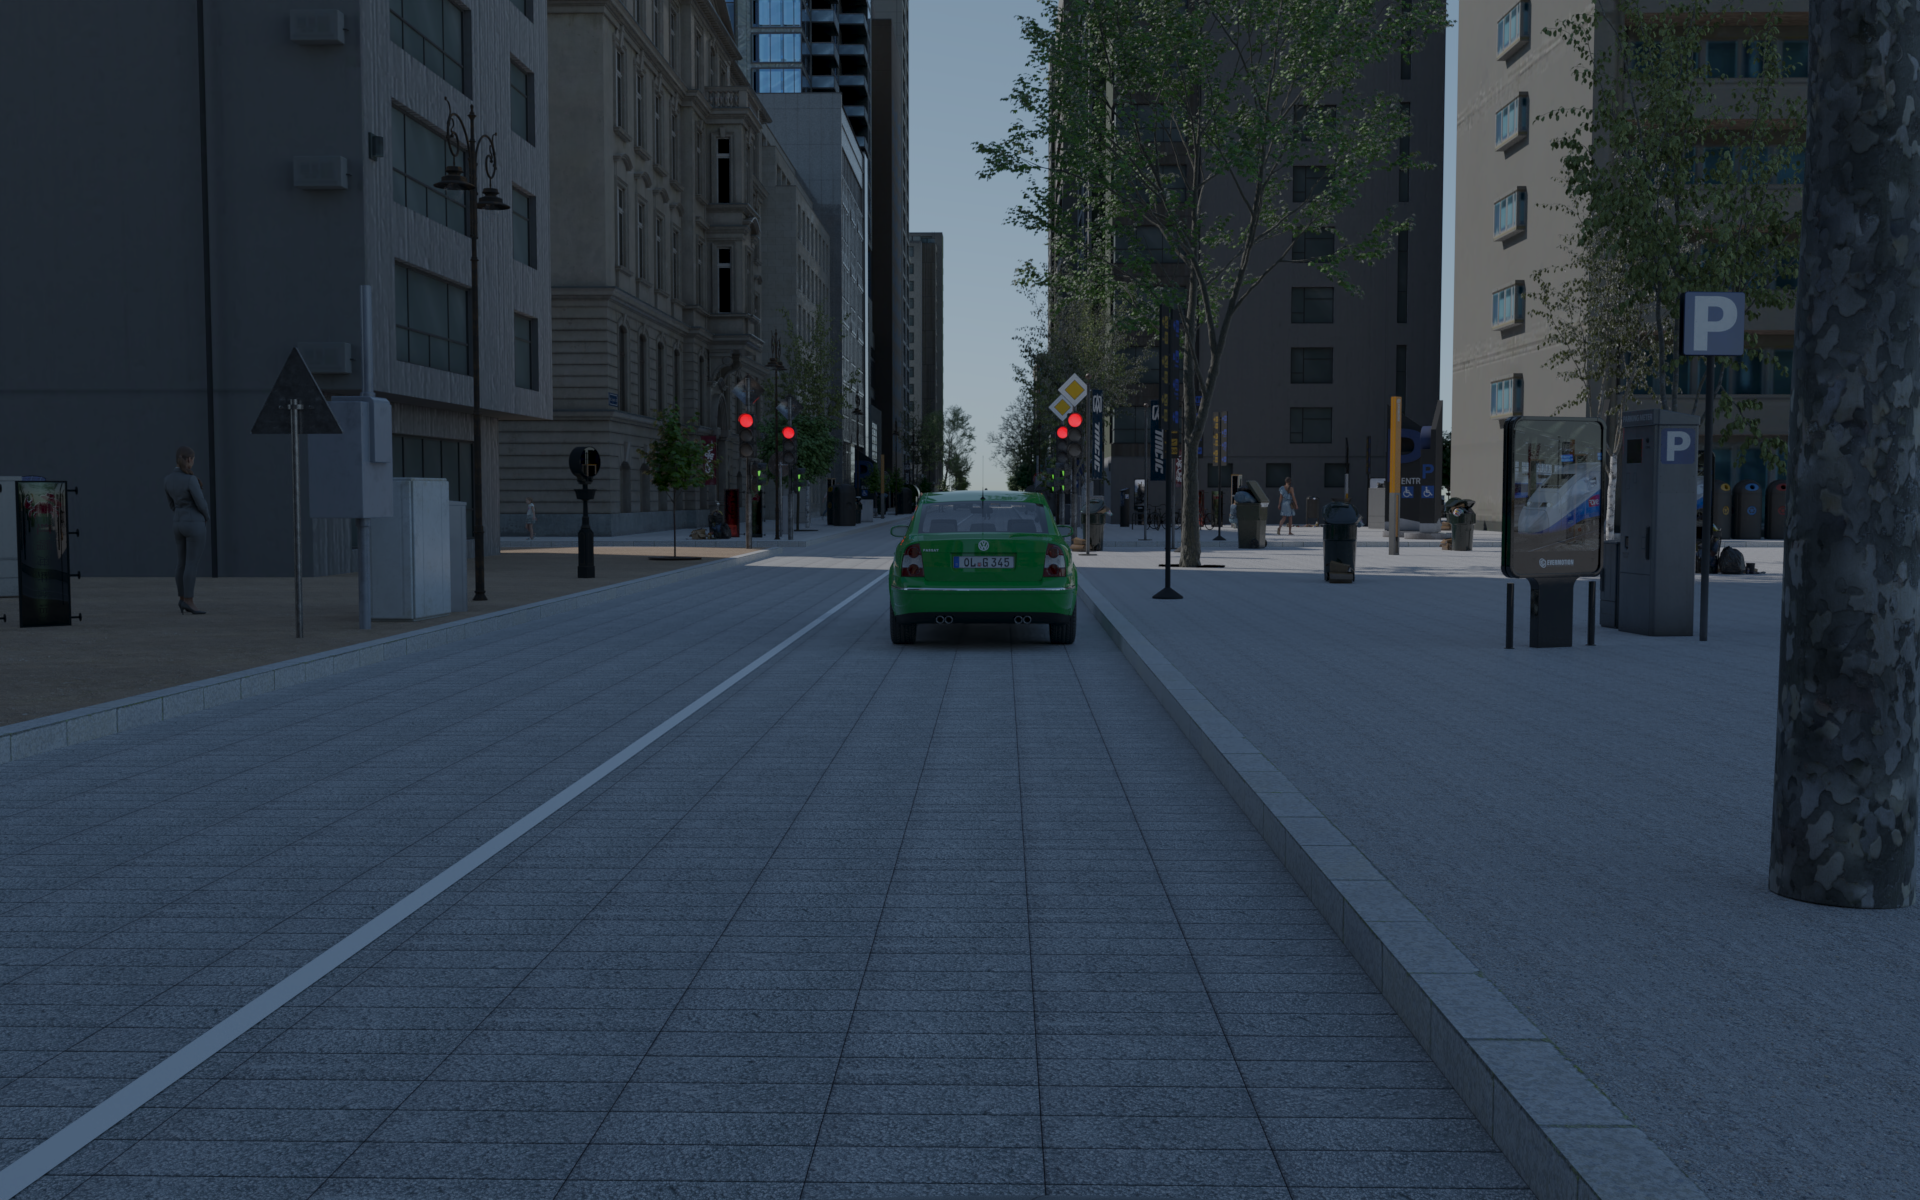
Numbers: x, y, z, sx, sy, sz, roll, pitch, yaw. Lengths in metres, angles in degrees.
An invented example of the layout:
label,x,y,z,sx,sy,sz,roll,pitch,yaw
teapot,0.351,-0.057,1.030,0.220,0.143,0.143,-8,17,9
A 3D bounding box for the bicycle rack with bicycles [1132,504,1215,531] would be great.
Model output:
label,x,y,z,sx,sy,sz,roll,pitch,yaw
bicycle rack with bicycles,7.430,-2.980,62.108,2.852,0.926,2.925,-2,4,-24

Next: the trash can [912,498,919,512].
label,x,y,z,sx,sy,sz,roll,pitch,yaw
trash can,-3.226,-6.767,122.298,0.748,1.137,0.748,0,3,0

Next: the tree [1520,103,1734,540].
label,x,y,z,sx,sy,sz,roll,pitch,yaw
tree,12.821,-5.095,33.671,4.360,8.622,3.978,0,3,0

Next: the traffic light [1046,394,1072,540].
label,x,y,z,sx,sy,sz,roll,pitch,yaw
traffic light,2.830,-3.628,48.240,0.839,4.253,0.868,0,4,1

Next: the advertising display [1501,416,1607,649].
label,x,y,z,sx,sy,sz,roll,pitch,yaw
advertising display,4.955,-0.566,14.465,0.974,1.923,0.123,-1,4,-21

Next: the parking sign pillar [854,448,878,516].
label,x,y,z,sx,sy,sz,roll,pitch,yaw
parking sign pillar,-5.488,-6.854,100.531,1.447,3.967,1.447,1,4,12

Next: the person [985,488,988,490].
label,x,y,z,sx,sy,sz,roll,pitch,yaw
person,1.475,-5.440,97.861,0.576,1.772,0.534,1,4,15

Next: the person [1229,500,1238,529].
label,x,y,z,sx,sy,sz,roll,pitch,yaw
person,10.308,-3.241,64.524,0.738,1.151,1.012,-2,4,-32

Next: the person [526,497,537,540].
label,x,y,z,sx,sy,sz,roll,pitch,yaw
person,-11.976,-2.294,48.567,0.382,1.210,0.505,-2,4,-33

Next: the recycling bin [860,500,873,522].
label,x,y,z,sx,sy,sz,roll,pitch,yaw
recycling bin,-4.440,-4.061,78.944,0.722,1.027,0.722,-3,5,-39

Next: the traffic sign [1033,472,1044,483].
label,x,y,z,sx,sy,sz,roll,pitch,yaw
traffic sign,4.644,-6.148,100.631,0.768,2.556,0.104,0,4,4

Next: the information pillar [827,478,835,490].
label,x,y,z,sx,sy,sz,roll,pitch,yaw
information pillar,-6.051,-4.701,81.349,0.304,2.012,0.304,2,4,28

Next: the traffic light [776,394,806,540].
label,x,y,z,sx,sy,sz,roll,pitch,yaw
traffic light,-4.730,-3.638,48.404,0.839,4.253,0.868,0,4,1

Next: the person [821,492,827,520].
label,x,y,z,sx,sy,sz,roll,pitch,yaw
person,-6.647,-4.857,86.133,0.598,1.740,0.731,2,4,26

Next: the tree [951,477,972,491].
label,x,y,z,sx,sy,sz,roll,pitch,yaw
tree,0.228,-17.920,276.705,4.285,4.588,4.351,0,3,0

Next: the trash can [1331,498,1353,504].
label,x,y,z,sx,sy,sz,roll,pitch,yaw
trash can,13.227,-2.960,60.056,0.748,1.137,0.748,0,3,0

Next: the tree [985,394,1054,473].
label,x,y,z,sx,sy,sz,roll,pitch,yaw
tree,8.008,-18.143,206.999,12.009,13.543,11.850,0,3,0

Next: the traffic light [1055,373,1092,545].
label,x,y,z,sx,sy,sz,roll,pitch,yaw
traffic light,2.638,-3.140,40.257,0.839,4.253,0.868,0,4,1

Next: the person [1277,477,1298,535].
label,x,y,z,sx,sy,sz,roll,pitch,yaw
person,10.217,-2.926,53.980,0.616,1.811,0.778,3,5,44

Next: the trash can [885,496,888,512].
label,x,y,z,sx,sy,sz,roll,pitch,yaw
trash can,-5.456,-6.850,123.647,0.748,1.137,0.748,0,3,0

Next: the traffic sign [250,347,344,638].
label,x,y,z,sx,sy,sz,roll,pitch,yaw
traffic sign,-5.892,-0.940,15.378,0.884,2.594,0.081,1,4,9

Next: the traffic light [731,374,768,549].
label,x,y,z,sx,sy,sz,roll,pitch,yaw
traffic light,-4.921,-3.150,40.421,0.839,4.253,0.868,0,4,1

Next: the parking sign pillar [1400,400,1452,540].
label,x,y,z,sx,sy,sz,roll,pitch,yaw
parking sign pillar,13.394,-3.715,49.209,1.447,3.967,1.447,2,4,23

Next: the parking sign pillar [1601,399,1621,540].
label,x,y,z,sx,sy,sz,roll,pitch,yaw
parking sign pillar,17.995,-3.690,48.808,1.447,3.967,1.447,2,4,26

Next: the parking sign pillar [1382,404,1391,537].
label,x,y,z,sx,sy,sz,roll,pitch,yaw
parking sign pillar,13.349,-3.860,51.579,1.447,3.967,1.447,1,4,19

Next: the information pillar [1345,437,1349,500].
label,x,y,z,sx,sy,sz,roll,pitch,yaw
information pillar,15.928,-4.894,71.377,0.183,3.616,0.504,0,4,6

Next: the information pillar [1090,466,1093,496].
label,x,y,z,sx,sy,sz,roll,pitch,yaw
information pillar,6.579,-5.935,88.399,0.504,3.616,0.183,1,4,19

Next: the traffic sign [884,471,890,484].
label,x,y,z,sx,sy,sz,roll,pitch,yaw
traffic sign,-4.266,-5.854,95.826,0.768,2.556,0.104,1,4,11

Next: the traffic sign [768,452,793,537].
label,x,y,z,sx,sy,sz,roll,pitch,yaw
traffic sign,-5.376,-3.167,51.887,0.768,2.556,0.104,1,4,9

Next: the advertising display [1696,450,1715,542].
label,x,y,z,sx,sy,sz,roll,pitch,yaw
advertising display,10.527,-1.231,25.338,0.974,1.923,0.123,0,4,-3

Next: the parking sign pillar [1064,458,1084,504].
label,x,y,z,sx,sy,sz,roll,pitch,yaw
parking sign pillar,6.489,-6.641,97.056,1.447,3.967,1.447,0,4,1

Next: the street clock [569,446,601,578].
label,x,y,z,sx,sy,sz,roll,pitch,yaw
street clock,-5.711,-1.336,26.410,0.358,2.002,0.471,2,4,30

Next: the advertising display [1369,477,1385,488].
label,x,y,z,sx,sy,sz,roll,pitch,yaw
advertising display,16.317,-3.780,67.016,0.974,1.923,0.123,1,4,18

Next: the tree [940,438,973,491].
label,x,y,z,sx,sy,sz,roll,pitch,yaw
tree,-0.836,-16.595,221.683,4.737,8.622,4.395,0,3,0

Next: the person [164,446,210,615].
label,x,y,z,sx,sy,sz,roll,pitch,yaw
person,-8.195,-0.746,18.518,0.520,1.790,0.573,1,4,11

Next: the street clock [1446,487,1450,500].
label,x,y,z,sx,sy,sz,roll,pitch,yaw
street clock,25.685,-5.288,91.024,0.358,2.002,0.471,3,4,38

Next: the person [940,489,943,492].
label,x,y,z,sx,sy,sz,roll,pitch,yaw
person,-1.398,-7.779,135.549,0.709,1.838,0.599,2,4,31

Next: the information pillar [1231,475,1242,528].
label,x,y,z,sx,sy,sz,roll,pitch,yaw
information pillar,10.539,-3.762,65.999,0.304,2.012,0.304,2,4,35

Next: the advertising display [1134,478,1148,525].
label,x,y,z,sx,sy,sz,roll,pitch,yaw
advertising display,7.462,-4.051,71.446,0.123,1.923,0.974,-2,4,-23

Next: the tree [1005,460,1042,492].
label,x,y,z,sx,sy,sz,roll,pitch,yaw
tree,6.096,-10.309,152.265,4.285,4.588,4.351,0,3,0

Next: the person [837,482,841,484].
label,x,y,z,sx,sy,sz,roll,pitch,yaw
person,-5.810,-4.765,83.722,0.755,1.850,0.659,-3,5,-43

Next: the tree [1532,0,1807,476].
label,x,y,z,sx,sy,sz,roll,pitch,yaw
tree,9.261,-4.371,21.832,4.737,8.622,4.395,0,3,0
